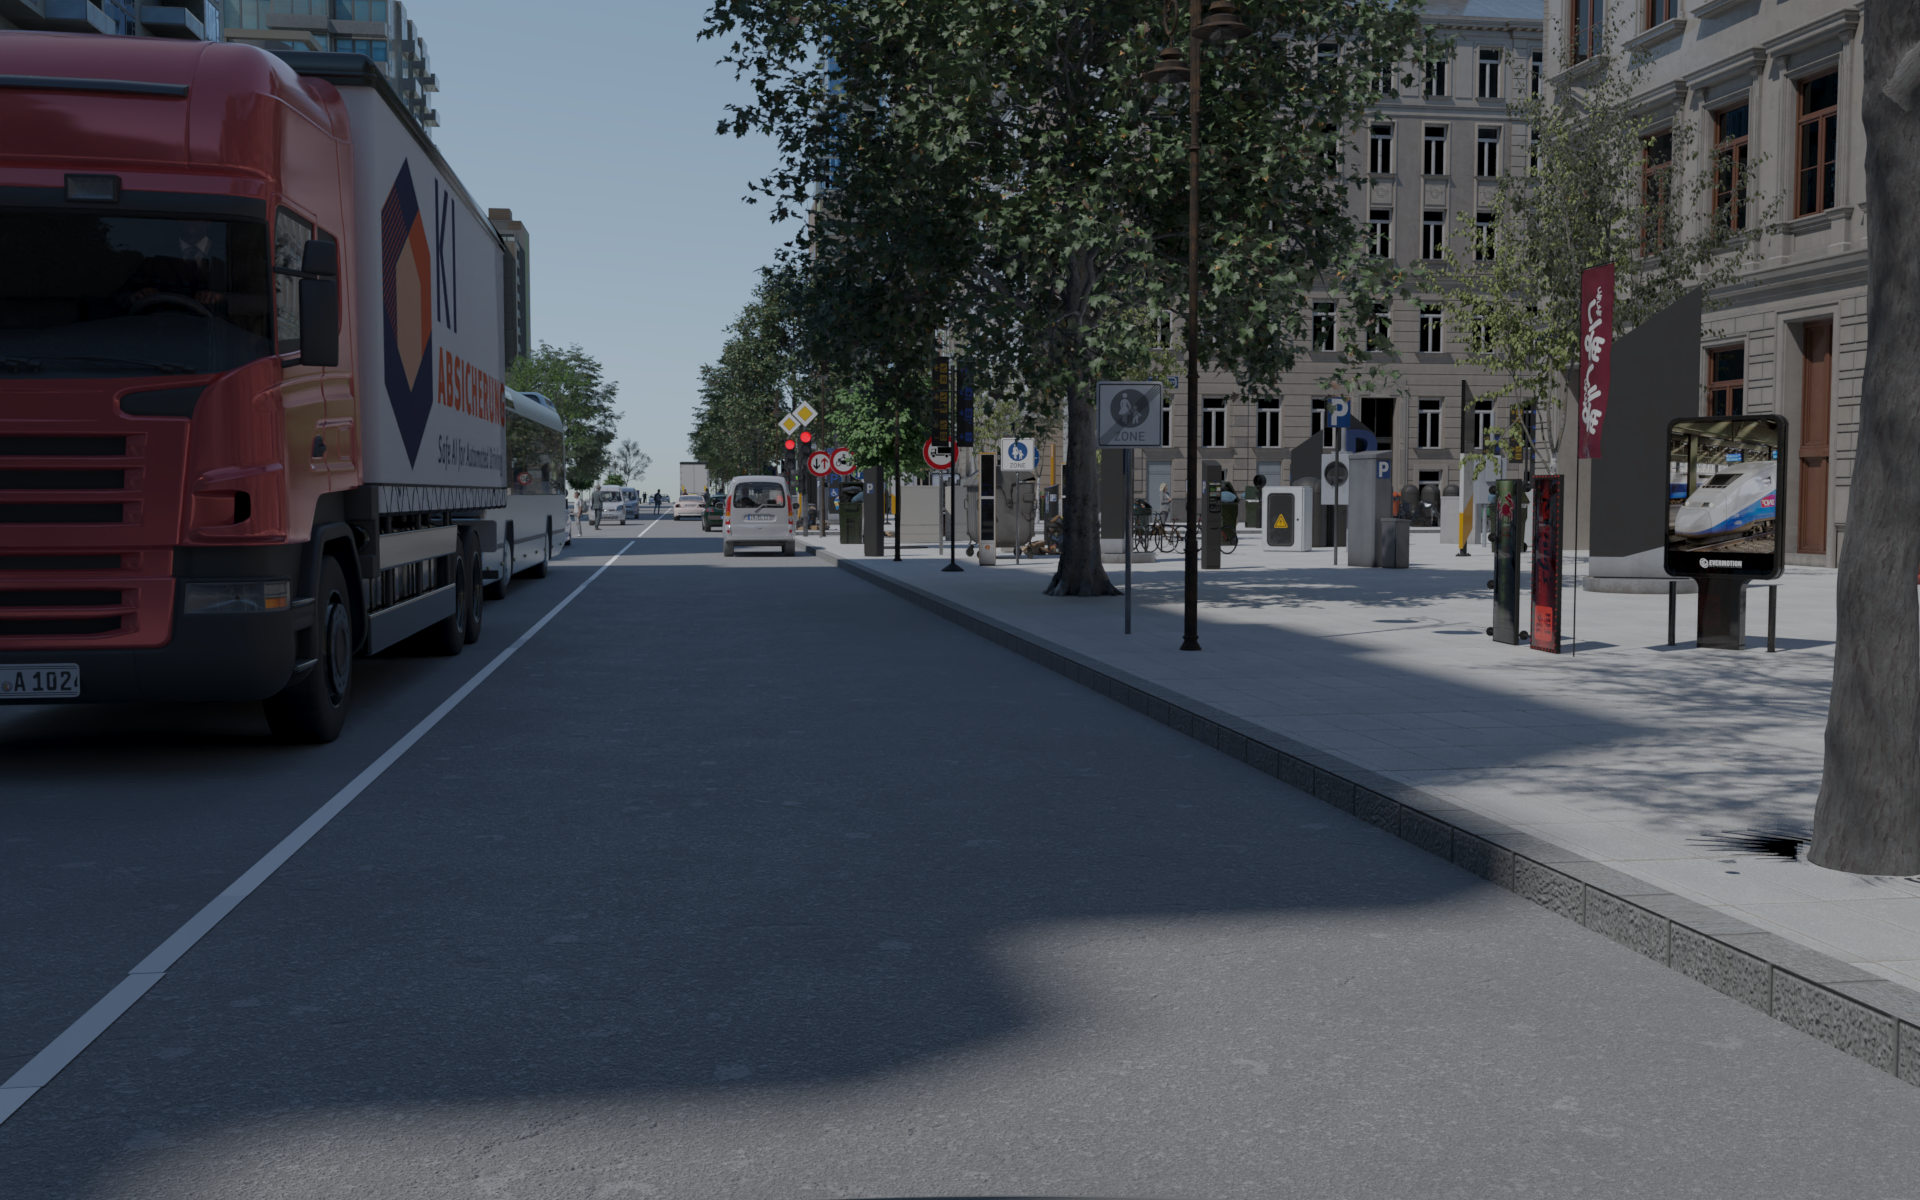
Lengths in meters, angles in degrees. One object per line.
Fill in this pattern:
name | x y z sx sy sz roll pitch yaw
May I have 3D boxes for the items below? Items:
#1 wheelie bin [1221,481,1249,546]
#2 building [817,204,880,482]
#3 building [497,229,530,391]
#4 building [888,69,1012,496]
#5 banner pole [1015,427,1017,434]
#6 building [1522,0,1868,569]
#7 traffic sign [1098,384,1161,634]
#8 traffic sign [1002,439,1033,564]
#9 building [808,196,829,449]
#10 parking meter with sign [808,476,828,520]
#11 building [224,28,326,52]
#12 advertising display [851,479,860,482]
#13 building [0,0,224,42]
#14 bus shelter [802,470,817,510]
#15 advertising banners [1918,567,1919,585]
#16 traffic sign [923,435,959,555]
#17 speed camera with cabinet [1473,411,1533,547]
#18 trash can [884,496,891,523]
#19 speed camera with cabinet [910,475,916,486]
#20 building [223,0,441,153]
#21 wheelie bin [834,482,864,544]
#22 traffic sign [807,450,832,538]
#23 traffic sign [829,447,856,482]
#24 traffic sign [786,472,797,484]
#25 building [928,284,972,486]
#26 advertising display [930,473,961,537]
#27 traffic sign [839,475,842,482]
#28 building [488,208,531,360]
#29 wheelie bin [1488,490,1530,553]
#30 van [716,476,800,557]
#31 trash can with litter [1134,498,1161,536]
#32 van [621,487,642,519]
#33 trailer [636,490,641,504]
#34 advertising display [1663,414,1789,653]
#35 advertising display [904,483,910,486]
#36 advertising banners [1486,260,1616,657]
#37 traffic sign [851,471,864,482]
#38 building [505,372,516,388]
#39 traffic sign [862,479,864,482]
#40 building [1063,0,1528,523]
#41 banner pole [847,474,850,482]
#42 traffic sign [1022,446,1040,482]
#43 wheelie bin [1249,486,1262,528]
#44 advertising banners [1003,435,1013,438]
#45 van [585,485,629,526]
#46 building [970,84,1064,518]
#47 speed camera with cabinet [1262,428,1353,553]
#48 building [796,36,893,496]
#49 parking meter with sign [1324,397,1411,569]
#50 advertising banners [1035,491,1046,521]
wheelie bin | 6.506 -2.144 42.968 0.693 1.594 0.980 -2 4 -32
building | -13.002 -34.177 242.395 14.154 41.232 14.086 -1 4 -9
building | -72.435 -35.264 260.152 14.154 41.232 14.086 -1 4 -9
building | 3.085 -43.977 157.282 20.563 71.187 20.611 -1 4 -9
banner pole | 2.101 -4.577 64.853 0.401 3.779 0.863 0 4 -7
building | 19.853 -11.904 30.781 11.583 22.565 21.152 -1 4 -9
traffic sign | 1.539 -0.837 15.813 0.606 2.300 0.079 0 4 -4
traffic sign | 1.056 -1.812 31.752 0.606 2.300 0.079 0 4 0
building | -14.933 -37.073 256.257 14.600 45.320 14.200 -1 4 -9
parking meter with sign | -5.806 -4.798 74.715 1.738 3.016 0.543 -2 4 -27
building | -62.350 -27.356 139.151 32.217 40.220 23.993 -1 4 -9
advertising display | -4.300 -4.342 76.211 0.974 1.923 0.123 1 4 18
building | -47.525 -46.953 80.361 22.319 86.520 31.000 -1 4 -9
bus shelter | -7.819 -6.249 93.460 1.731 3.624 6.357 -1 4 -9
advertising banners | 13.602 -1.727 24.417 2.074 3.025 0.090 -2 4 -24
traffic sign | -0.397 -2.222 36.442 0.768 2.556 0.104 0 4 -4
speed camera with cabinet | 13.441 -2.901 41.774 2.038 3.252 0.660 0 4 -1
trash can | -3.513 -3.794 73.679 0.748 1.137 0.748 0 3 0
speed camera with cabinet | -1.229 -4.164 62.418 0.660 3.252 2.038 -1 4 -20
building | -62.290 -33.443 166.399 23.786 49.044 30.456 -1 4 -9
wheelie bin | -2.755 -2.237 44.482 0.980 1.594 0.693 0 4 2
traffic sign | -4.079 -3.093 50.683 0.768 2.556 0.104 -1 4 -8
traffic sign | -3.149 -2.864 46.931 0.768 2.556 0.104 0 4 -1
traffic sign | -9.458 -5.928 97.021 0.768 2.556 0.104 -1 4 -9
building | 5.823 -20.704 125.900 14.401 28.519 23.554 -1 4 -9
advertising display | -0.451 -2.879 52.278 0.974 1.923 0.123 -2 4 -24
traffic sign | -7.390 -6.274 102.687 0.768 2.556 0.104 0 4 -1
building | -75.495 -38.148 273.837 14.600 45.320 14.200 -1 4 -9
wheelie bin | 11.953 -1.832 37.853 0.980 1.594 0.693 -2 4 -32
van | -4.782 -2.082 41.053 2.013 2.044 4.112 0 4 -7
trash can with litter | 5.818 -2.590 53.729 1.055 1.170 0.624 -2 4 -28
van | -19.640 -5.774 101.414 2.013 2.044 4.112 -1 4 -10
trailer | -45.899 -14.581 245.447 1.471 1.999 3.904 -1 4 -11
advertising display | 6.305 -0.556 14.301 0.123 1.923 0.974 -3 5 -39
advertising display | -3.415 -6.613 113.341 0.123 1.923 0.974 1 4 20
advertising banners | 4.768 -1.093 14.058 0.090 3.025 2.074 0 4 -7
traffic sign | -3.463 -3.688 60.409 0.768 2.556 0.104 0 4 -2
building | -76.400 -24.060 238.415 27.650 21.520 28.899 -1 4 -9
traffic sign | -3.565 -3.978 67.162 0.606 2.300 0.079 0 4 -1
building | 18.036 -17.490 83.229 25.104 27.353 12.463 -1 4 -9
banner pole | -6.544 -6.838 101.819 0.401 3.779 0.863 1 4 9
traffic sign | 1.536 -2.555 41.876 0.768 2.556 0.104 0 4 0
wheelie bin | 11.141 -3.542 65.827 0.980 1.594 0.693 1 4 14
advertising banners | 0.959 -3.344 50.870 0.090 3.025 2.074 3 4 37
van | -16.329 -4.476 80.191 2.013 2.044 4.112 -1 4 -11
building | 8.355 -19.469 104.229 13.634 28.700 20.117 -1 4 -9
speed camera with cabinet | 7.710 -2.679 38.140 2.038 3.252 0.660 2 4 32
building | -14.923 -59.087 278.735 22.319 86.520 31.000 -1 4 -9
parking meter with sign | 7.193 -2.091 30.443 0.543 3.016 1.738 -2 4 -30
advertising banners | 3.270 -5.304 82.901 2.074 3.025 0.090 -1 4 -12
